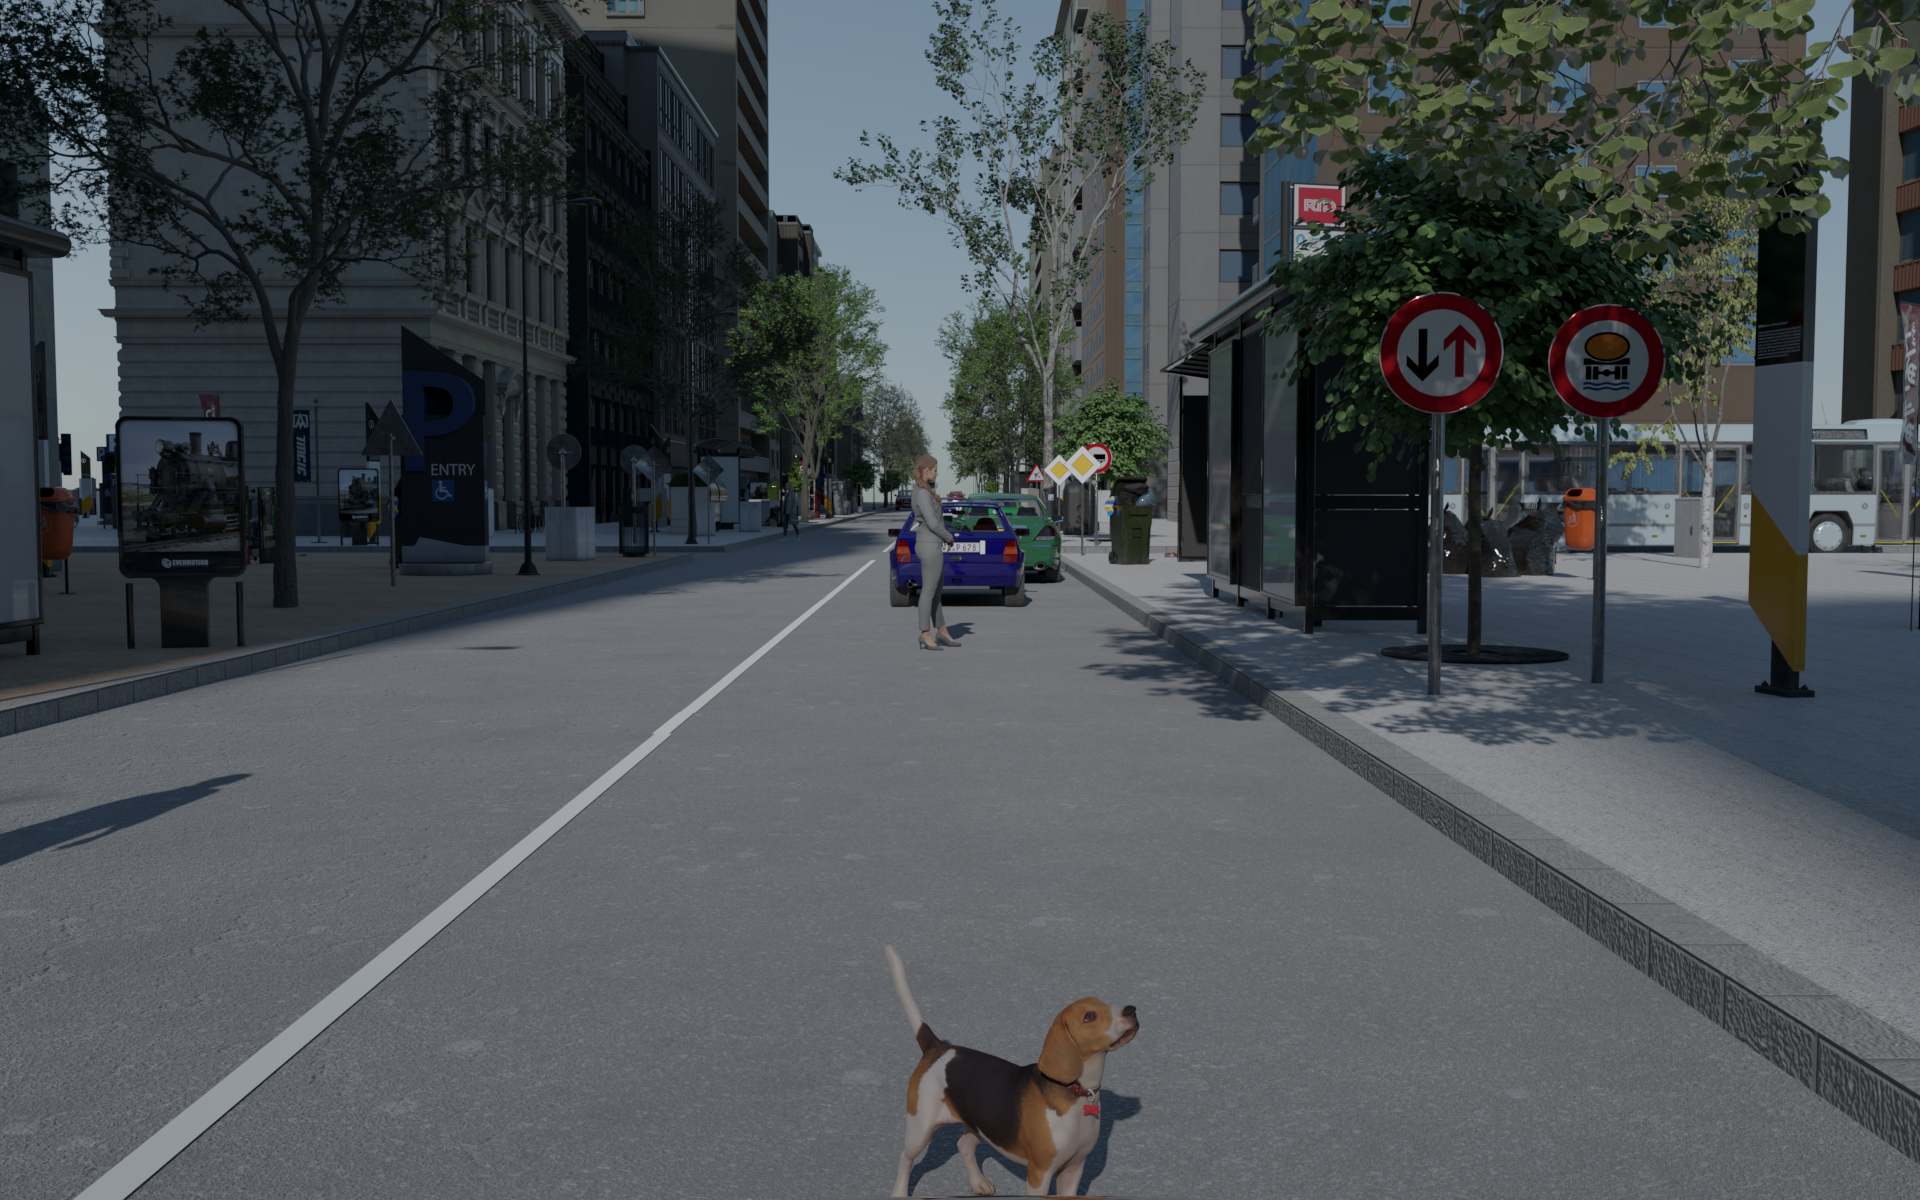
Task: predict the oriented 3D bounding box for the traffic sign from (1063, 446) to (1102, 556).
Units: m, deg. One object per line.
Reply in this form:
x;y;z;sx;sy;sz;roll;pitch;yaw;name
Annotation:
2.540;-1.979;35.992;0.795;2.450;0.064;0;4;0;traffic sign

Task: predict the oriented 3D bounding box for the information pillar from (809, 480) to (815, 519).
-7.529;-5.101;87.896;0.304;2.012;0.304;0;4;-6;information pillar

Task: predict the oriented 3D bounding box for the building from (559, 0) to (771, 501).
-26.014;-30.920;129.241;21.300;48.544;21.600;0;4;0;building

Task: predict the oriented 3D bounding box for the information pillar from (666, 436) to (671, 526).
-11.861;-4.815;70.080;0.183;3.616;0.504;2;4;25;information pillar

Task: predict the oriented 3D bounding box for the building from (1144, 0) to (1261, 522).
20.322;-33.553;90.590;21.231;58.520;28.212;0;4;0;building

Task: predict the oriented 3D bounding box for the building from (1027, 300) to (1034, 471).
16.901;-29.647;256.434;14.160;30.474;14.107;0;4;0;building

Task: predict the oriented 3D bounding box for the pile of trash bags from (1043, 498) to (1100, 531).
4.465;-3.107;60.550;3.447;1.369;1.912;0;4;4;pile of trash bags

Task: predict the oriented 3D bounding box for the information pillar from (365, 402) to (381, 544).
-15.037;-3.243;44.370;0.183;3.616;0.504;1;4;14;information pillar

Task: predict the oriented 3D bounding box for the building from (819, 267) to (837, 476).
-22.943;-27.264;217.470;14.160;30.474;14.107;0;4;0;building

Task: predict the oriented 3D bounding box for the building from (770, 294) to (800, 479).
-29.565;-19.049;156.483;27.650;21.520;28.899;0;4;0;building

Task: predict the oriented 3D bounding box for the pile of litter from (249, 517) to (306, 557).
-14.276;-1.320;35.542;1.719;0.858;1.176;-1;4;-23;pile of litter

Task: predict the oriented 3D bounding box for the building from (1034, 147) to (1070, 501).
21.307;-37.561;237.826;21.300;48.544;21.600;0;4;0;building

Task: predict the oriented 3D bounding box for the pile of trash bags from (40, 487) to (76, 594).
-12.877;-0.757;22.128;3.447;1.369;1.912;0;4;8;pile of trash bags

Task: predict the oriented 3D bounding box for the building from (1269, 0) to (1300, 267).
17.789;-29.777;136.958;14.600;45.320;14.200;0;4;0;building

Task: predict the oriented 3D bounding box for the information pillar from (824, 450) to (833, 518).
-6.966;-6.128;91.549;0.183;3.616;0.504;2;4;35;information pillar

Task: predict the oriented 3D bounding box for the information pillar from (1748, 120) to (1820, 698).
5.255;-1.204;11.046;0.183;3.616;0.504;-1;4;-11;information pillar

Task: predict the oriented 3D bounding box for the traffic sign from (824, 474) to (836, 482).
-8.119;-6.612;108.218;0.768;2.556;0.104;0;4;8;traffic sign

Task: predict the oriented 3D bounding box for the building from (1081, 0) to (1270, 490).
18.072;-30.644;151.132;14.600;45.320;14.200;0;4;0;building

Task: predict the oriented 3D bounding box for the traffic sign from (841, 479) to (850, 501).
-7.581;-6.892;114.809;0.606;2.300;0.079;0;4;8;traffic sign

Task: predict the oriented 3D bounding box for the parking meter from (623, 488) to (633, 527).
-12.924;-3.609;67.411;0.372;1.533;0.369;0;3;0;parking meter

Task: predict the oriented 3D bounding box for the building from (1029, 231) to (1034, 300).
17.627;-35.902;270.591;14.154;41.232;14.086;0;4;0;building

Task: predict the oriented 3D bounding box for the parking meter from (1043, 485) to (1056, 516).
2.640;-2.614;51.142;0.372;1.533;0.369;0;3;0;parking meter

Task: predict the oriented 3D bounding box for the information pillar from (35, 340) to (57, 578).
-14.187;-2.153;26.555;0.504;3.616;0.183;1;4;15;information pillar

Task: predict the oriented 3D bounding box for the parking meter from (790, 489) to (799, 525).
-6.973;-3.935;72.754;0.372;1.533;0.369;0;3;0;parking meter

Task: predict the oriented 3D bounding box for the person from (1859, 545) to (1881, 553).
21.831;-2.005;41.460;0.526;1.800;0.537;2;4;24;person

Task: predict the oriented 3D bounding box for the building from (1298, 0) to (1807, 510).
18.168;-24.955;58.129;14.200;45.320;14.600;0;4;0;building

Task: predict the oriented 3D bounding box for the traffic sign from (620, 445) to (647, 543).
-8.480;-2.751;45.092;0.768;2.556;0.104;1;4;9;traffic sign

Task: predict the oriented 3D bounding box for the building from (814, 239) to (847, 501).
-31.972;-33.289;236.158;32.217;40.220;23.993;0;4;0;building

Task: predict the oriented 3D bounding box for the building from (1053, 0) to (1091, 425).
24.288;-35.693;172.823;28.713;52.752;27.495;0;4;0;building

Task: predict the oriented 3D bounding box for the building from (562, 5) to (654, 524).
-21.675;-15.296;79.765;12.332;23.373;15.834;0;4;0;building

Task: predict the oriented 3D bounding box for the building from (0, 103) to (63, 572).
-30.398;-42.955;14.993;31.000;86.520;22.319;0;4;0;building

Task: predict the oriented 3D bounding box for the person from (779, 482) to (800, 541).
-5.103;-2.683;52.544;0.728;1.800;0.709;-3;5;-45;person

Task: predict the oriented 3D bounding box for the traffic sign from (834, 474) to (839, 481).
-7.898;-6.682;109.260;0.884;2.594;0.081;0;4;5;traffic sign

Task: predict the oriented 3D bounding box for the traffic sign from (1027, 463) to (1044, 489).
3.234;-4.469;73.069;0.884;2.594;0.081;0;4;2;traffic sign

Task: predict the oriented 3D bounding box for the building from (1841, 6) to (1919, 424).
47.689;-24.929;62.216;28.867;44.769;22.147;0;4;0;building

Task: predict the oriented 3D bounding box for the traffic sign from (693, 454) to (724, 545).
-6.379;-2.466;43.969;0.795;2.450;0.064;0;4;0;traffic sign

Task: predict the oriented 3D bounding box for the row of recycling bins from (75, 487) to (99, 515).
-53.405;-6.074;106.419;1.069;1.692;3.534;0;4;1;row of recycling bins

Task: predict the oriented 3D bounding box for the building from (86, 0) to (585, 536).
-20.838;-14.217;61.325;11.050;23.489;19.941;0;4;0;building

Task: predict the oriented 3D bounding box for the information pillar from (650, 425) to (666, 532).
-10.238;-4.095;58.300;0.504;3.616;0.183;3;5;43;information pillar

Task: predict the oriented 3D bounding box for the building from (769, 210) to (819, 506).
-22.466;-24.846;177.931;14.160;30.474;14.107;0;4;0;building

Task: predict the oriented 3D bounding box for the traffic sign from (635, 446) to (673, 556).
-6.354;-1.978;35.984;0.795;2.450;0.064;0;4;0;traffic sign

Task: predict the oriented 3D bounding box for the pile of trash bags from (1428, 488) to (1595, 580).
8.723;-1.062;27.122;1.912;1.369;3.447;-2;4;-24;pile of trash bags

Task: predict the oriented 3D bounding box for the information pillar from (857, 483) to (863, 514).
-6.583;-6.685;113.785;0.304;2.012;0.304;1;4;11;information pillar

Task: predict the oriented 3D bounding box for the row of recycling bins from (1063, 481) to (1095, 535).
3.852;-2.961;55.528;1.069;1.692;3.534;0;4;7;row of recycling bins

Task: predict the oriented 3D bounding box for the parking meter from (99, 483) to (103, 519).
-44.284;-5.128;89.550;0.255;1.863;0.399;0;4;2;parking meter

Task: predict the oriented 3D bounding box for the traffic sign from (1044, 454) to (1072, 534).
2.515;-2.467;43.977;0.795;2.450;0.064;0;4;0;traffic sign

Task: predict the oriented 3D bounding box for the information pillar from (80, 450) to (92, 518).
-46.600;-6.177;92.345;0.504;3.616;0.183;-1;4;-19;information pillar

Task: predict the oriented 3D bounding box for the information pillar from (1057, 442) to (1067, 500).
4.510;-5.259;77.340;0.504;3.616;0.183;2;4;29;information pillar

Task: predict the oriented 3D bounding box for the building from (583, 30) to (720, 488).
-22.470;-18.716;99.514;14.314;27.812;24.014;0;4;0;building

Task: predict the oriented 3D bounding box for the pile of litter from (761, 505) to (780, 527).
-7.554;-3.362;68.937;1.176;0.858;1.719;-2;4;-23;pile of litter

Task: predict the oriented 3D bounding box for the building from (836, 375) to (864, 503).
-29.282;-25.575;263.185;27.650;21.520;28.899;0;4;0;building

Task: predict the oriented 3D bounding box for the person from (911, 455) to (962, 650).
-0.186;-0.439;15.952;0.573;1.790;0.520;-1;4;-22;person
